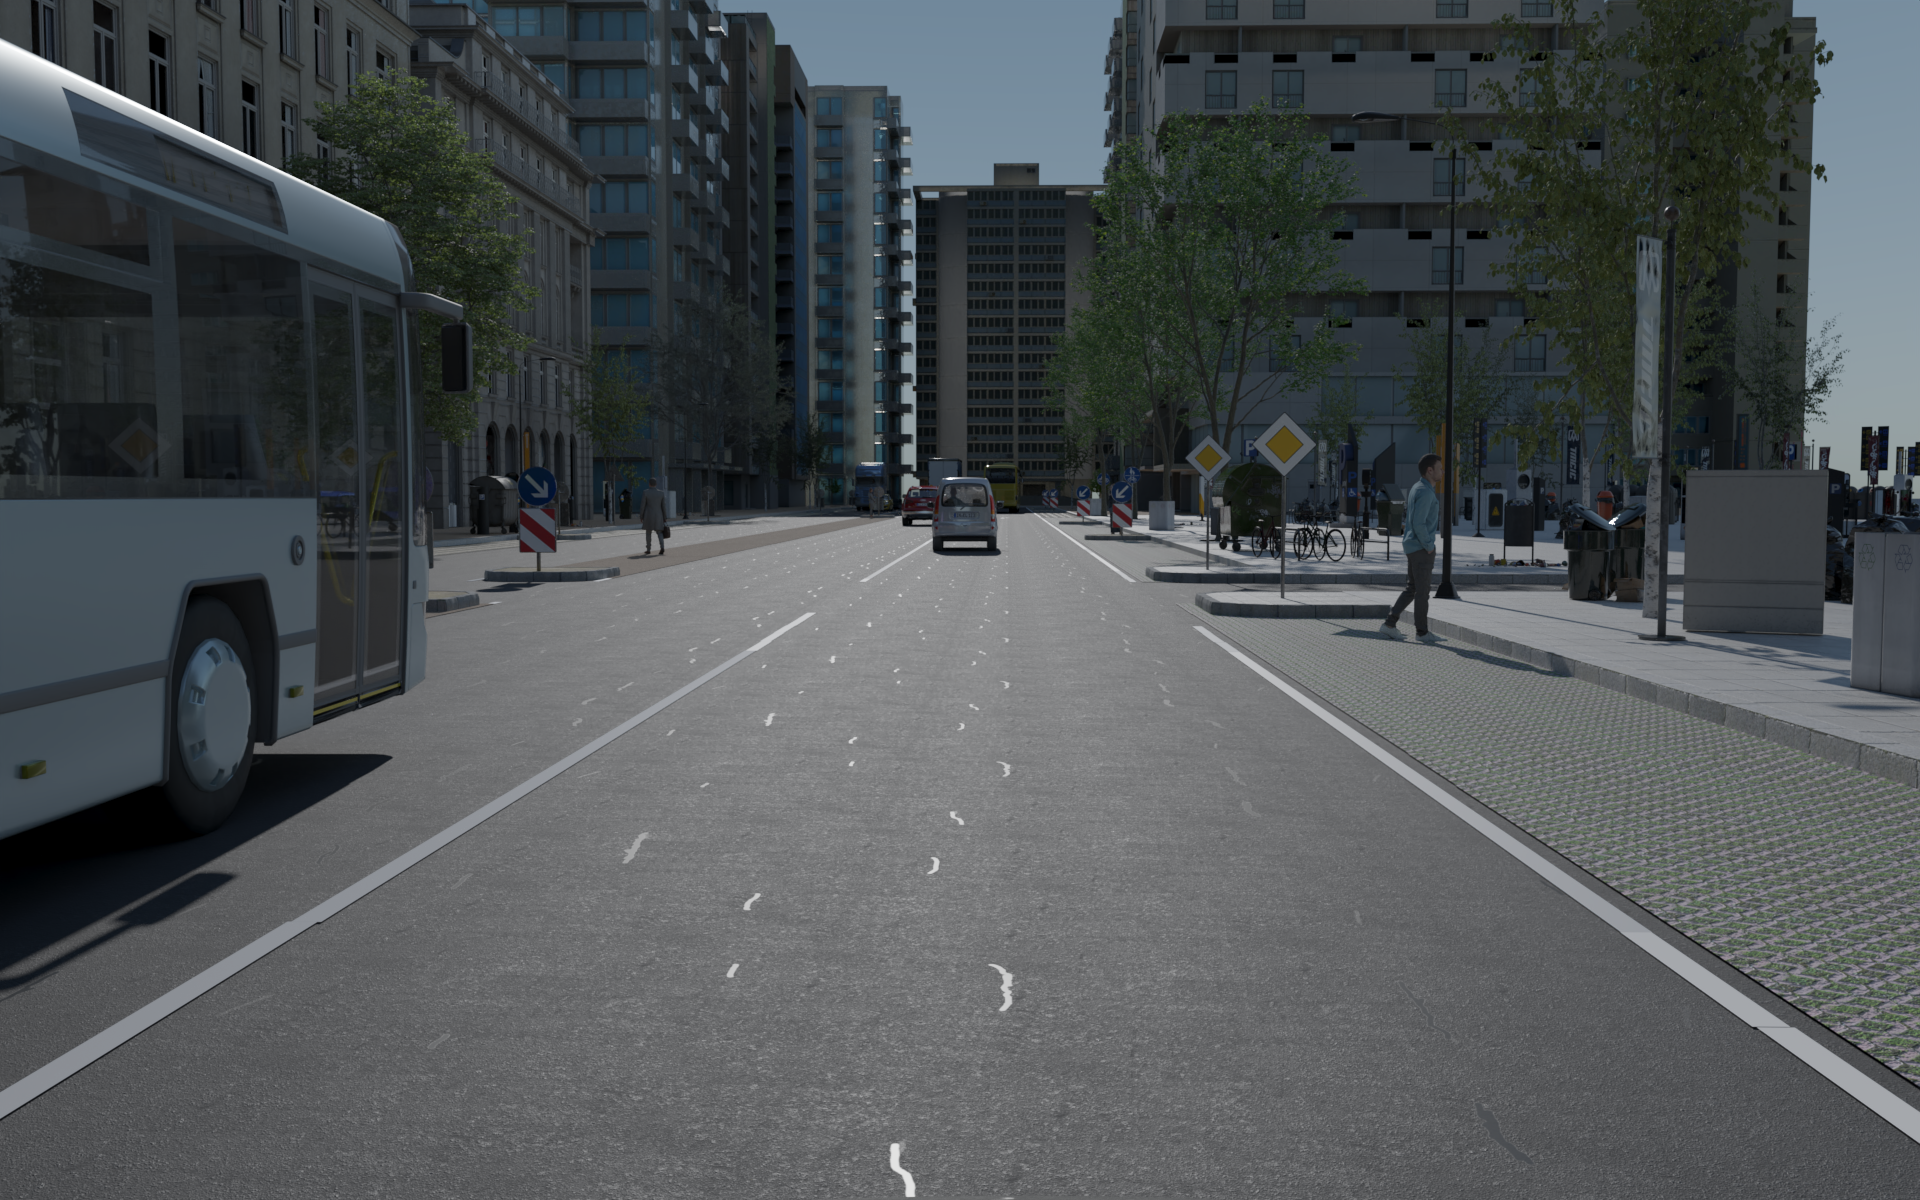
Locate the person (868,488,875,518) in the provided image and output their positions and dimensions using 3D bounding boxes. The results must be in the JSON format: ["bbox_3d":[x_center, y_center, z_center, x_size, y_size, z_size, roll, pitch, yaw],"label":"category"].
[{"bbox_3d":[-5.150,-5.713,102.175,0.573,1.790,0.520,-3,4,-38],"label":"person"}]

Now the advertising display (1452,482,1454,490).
[{"bbox_3d":[25.699,-5.222,90.588,0.123,1.923,0.974,1,4,21],"label":"advertising display"}]

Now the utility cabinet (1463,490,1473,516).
[{"bbox_3d":[29.855,-5.649,101.040,0.318,1.500,1.173,-1,4,-21],"label":"utility cabinet"}]

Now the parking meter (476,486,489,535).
[{"bbox_3d":[-15.038,-2.824,54.577,0.372,1.533,0.369,0,3,0],"label":"parking meter"}]

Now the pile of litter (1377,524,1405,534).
[{"bbox_3d":[14.023,-2.544,55.552,1.719,0.858,1.176,-3,4,-39],"label":"pile of litter"}]

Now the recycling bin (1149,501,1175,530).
[{"bbox_3d":[7.179,-3.001,61.622,0.722,1.027,0.722,2,4,29],"label":"recycling bin"}]

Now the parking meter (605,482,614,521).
[{"bbox_3d":[-16.465,-4.628,81.380,0.255,1.863,0.399,3,4,38],"label":"parking meter"}]

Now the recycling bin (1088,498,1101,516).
[{"bbox_3d":[7.932,-5.429,101.326,0.722,1.027,0.722,-1,4,-11],"label":"recycling bin"}]

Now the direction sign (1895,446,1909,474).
[{"bbox_3d":[44.916,-5.526,82.339,0.876,3.537,0.379,0,4,3],"label":"direction sign"}]

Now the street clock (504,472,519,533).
[{"bbox_3d":[-14.896,-3.244,57.608,0.471,2.002,0.358,-2,4,-32],"label":"street clock"}]

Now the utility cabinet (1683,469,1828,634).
[{"bbox_3d":[7.323,-0.445,15.960,1.173,1.500,0.318,2,4,27],"label":"utility cabinet"}]

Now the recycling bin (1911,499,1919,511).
[{"bbox_3d":[54.633,-5.265,98.644,0.722,1.027,0.722,-3,5,-44],"label":"recycling bin"}]

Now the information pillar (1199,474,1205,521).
[{"bbox_3d":[11.405,-5.522,81.643,0.183,3.616,0.504,2,4,26],"label":"information pillar"}]

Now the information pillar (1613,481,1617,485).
[{"bbox_3d":[36.109,-5.582,95.749,0.304,2.012,0.304,3,4,38],"label":"information pillar"}]

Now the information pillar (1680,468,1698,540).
[{"bbox_3d":[20.370,-2.686,48.402,0.304,2.012,0.304,-2,4,-30],"label":"information pillar"}]

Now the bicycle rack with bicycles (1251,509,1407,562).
[{"bbox_3d":[7.171,-1.260,33.978,2.852,0.926,2.925,0,4,-5],"label":"bicycle rack with bicycles"}]

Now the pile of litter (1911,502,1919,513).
[{"bbox_3d":[52.143,-4.908,94.217,1.176,0.858,1.719,1,4,11],"label":"pile of litter"}]

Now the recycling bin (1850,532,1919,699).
[{"bbox_3d":[6.309,0.083,11.203,0.722,1.027,0.722,0,4,-6],"label":"recycling bin"}]

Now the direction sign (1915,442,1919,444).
[{"bbox_3d":[41.518,-5.056,74.655,0.379,3.537,0.876,-1,4,-22],"label":"direction sign"}]

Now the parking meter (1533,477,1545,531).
[{"bbox_3d":[20.140,-3.335,60.234,0.399,1.863,0.255,-2,4,-35],"label":"parking meter"}]

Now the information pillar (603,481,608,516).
[{"bbox_3d":[-20.197,-5.784,99.054,0.304,2.012,0.304,-3,5,-43],"label":"information pillar"}]

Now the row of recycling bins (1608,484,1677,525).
[{"bbox_3d":[29.123,-4.100,74.145,1.069,1.692,3.534,-2,4,-24],"label":"row of recycling bins"}]

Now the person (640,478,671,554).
[{"bbox_3d":[-7.262,-1.988,41.110,0.694,1.812,0.767,-2,4,-27],"label":"person"}]

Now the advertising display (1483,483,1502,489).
[{"bbox_3d":[29.754,-5.603,96.827,0.974,1.923,0.123,2,4,23],"label":"advertising display"}]

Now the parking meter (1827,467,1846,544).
[{"bbox_3d":[19.035,-1.953,37.650,0.399,1.863,0.255,2,4,28],"label":"parking meter"}]

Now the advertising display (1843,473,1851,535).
[{"bbox_3d":[26.612,-2.915,52.869,0.974,1.923,0.123,2,4,26],"label":"advertising display"}]

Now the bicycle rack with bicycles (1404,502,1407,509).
[{"bbox_3d":[19.630,-3.856,76.431,2.925,0.926,2.852,-1,4,-14],"label":"bicycle rack with bicycles"}]

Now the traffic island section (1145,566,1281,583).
[{"bbox_3d":[4.212,-0.432,29.342,2.009,0.180,2.903,0,4,2],"label":"traffic island section"}]

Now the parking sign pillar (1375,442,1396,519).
[{"bbox_3d":[21.962,-6.207,89.960,1.447,3.967,1.447,-2,4,-28],"label":"parking sign pillar"}]

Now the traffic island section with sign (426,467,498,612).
[{"bbox_3d":[-7.184,-0.842,21.900,2.006,1.907,1.989,0,4,2],"label":"traffic island section with sign"}]

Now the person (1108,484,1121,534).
[{"bbox_3d":[5.199,-3.006,58.063,0.534,1.772,0.576,0,4,-8],"label":"person"}]

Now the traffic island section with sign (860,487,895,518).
[{"bbox_3d":[-4.948,-5.889,104.416,2.006,1.907,1.989,0,4,2],"label":"traffic island section with sign"}]

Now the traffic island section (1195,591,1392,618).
[{"bbox_3d":[3.996,0.056,21.360,2.009,0.180,2.903,0,4,2],"label":"traffic island section"}]

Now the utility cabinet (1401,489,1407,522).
[{"bbox_3d":[19.913,-4.304,79.050,0.318,1.500,1.173,-1,4,-20],"label":"utility cabinet"}]

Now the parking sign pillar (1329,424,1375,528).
[{"bbox_3d":[14.760,-4.725,65.729,1.447,3.967,1.447,0,4,1],"label":"parking sign pillar"}]

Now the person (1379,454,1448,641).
[{"bbox_3d":[4.426,-0.511,16.873,0.620,1.820,0.660,0,4,2],"label":"person"}]

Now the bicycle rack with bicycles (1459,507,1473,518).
[{"bbox_3d":[22.270,-4.242,82.742,2.852,0.926,2.925,-2,4,-30],"label":"bicycle rack with bicycles"}]

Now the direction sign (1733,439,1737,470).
[{"bbox_3d":[32.277,-4.905,72.197,0.379,3.537,0.876,1,4,19],"label":"direction sign"}]

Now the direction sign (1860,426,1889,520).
[{"bbox_3d":[30.521,-4.028,57.852,0.379,3.537,0.876,-3,4,-39],"label":"direction sign"}]

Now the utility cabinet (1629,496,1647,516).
[{"bbox_3d":[23.218,-2.942,59.266,0.306,1.237,1.020,0,4,-1],"label":"utility cabinet"}]

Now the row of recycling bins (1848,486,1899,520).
[{"bbox_3d":[48.098,-5.225,92.544,3.534,1.692,1.069,1,4,17],"label":"row of recycling bins"}]

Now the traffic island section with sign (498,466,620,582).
[{"bbox_3d":[-6.974,-1.295,29.304,2.006,1.907,1.989,0,4,2],"label":"traffic island section with sign"}]

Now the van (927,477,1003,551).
[{"bbox_3d":[0.129,-2.328,45.080,2.013,2.044,4.112,0,4,0],"label":"van"}]

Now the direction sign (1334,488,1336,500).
[{"bbox_3d":[20.081,-6.160,92.720,0.379,3.537,0.876,0,4,4],"label":"direction sign"}]

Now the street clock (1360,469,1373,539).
[{"bbox_3d":[11.555,-2.734,49.266,0.358,2.002,0.471,1,4,18],"label":"street clock"}]

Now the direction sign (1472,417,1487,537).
[{"bbox_3d":[15.444,-3.638,51.483,0.379,3.537,0.876,3,5,41],"label":"direction sign"}]

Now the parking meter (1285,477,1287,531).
[{"bbox_3d":[11.007,-3.287,59.453,0.399,1.863,0.255,1,4,12],"label":"parking meter"}]
